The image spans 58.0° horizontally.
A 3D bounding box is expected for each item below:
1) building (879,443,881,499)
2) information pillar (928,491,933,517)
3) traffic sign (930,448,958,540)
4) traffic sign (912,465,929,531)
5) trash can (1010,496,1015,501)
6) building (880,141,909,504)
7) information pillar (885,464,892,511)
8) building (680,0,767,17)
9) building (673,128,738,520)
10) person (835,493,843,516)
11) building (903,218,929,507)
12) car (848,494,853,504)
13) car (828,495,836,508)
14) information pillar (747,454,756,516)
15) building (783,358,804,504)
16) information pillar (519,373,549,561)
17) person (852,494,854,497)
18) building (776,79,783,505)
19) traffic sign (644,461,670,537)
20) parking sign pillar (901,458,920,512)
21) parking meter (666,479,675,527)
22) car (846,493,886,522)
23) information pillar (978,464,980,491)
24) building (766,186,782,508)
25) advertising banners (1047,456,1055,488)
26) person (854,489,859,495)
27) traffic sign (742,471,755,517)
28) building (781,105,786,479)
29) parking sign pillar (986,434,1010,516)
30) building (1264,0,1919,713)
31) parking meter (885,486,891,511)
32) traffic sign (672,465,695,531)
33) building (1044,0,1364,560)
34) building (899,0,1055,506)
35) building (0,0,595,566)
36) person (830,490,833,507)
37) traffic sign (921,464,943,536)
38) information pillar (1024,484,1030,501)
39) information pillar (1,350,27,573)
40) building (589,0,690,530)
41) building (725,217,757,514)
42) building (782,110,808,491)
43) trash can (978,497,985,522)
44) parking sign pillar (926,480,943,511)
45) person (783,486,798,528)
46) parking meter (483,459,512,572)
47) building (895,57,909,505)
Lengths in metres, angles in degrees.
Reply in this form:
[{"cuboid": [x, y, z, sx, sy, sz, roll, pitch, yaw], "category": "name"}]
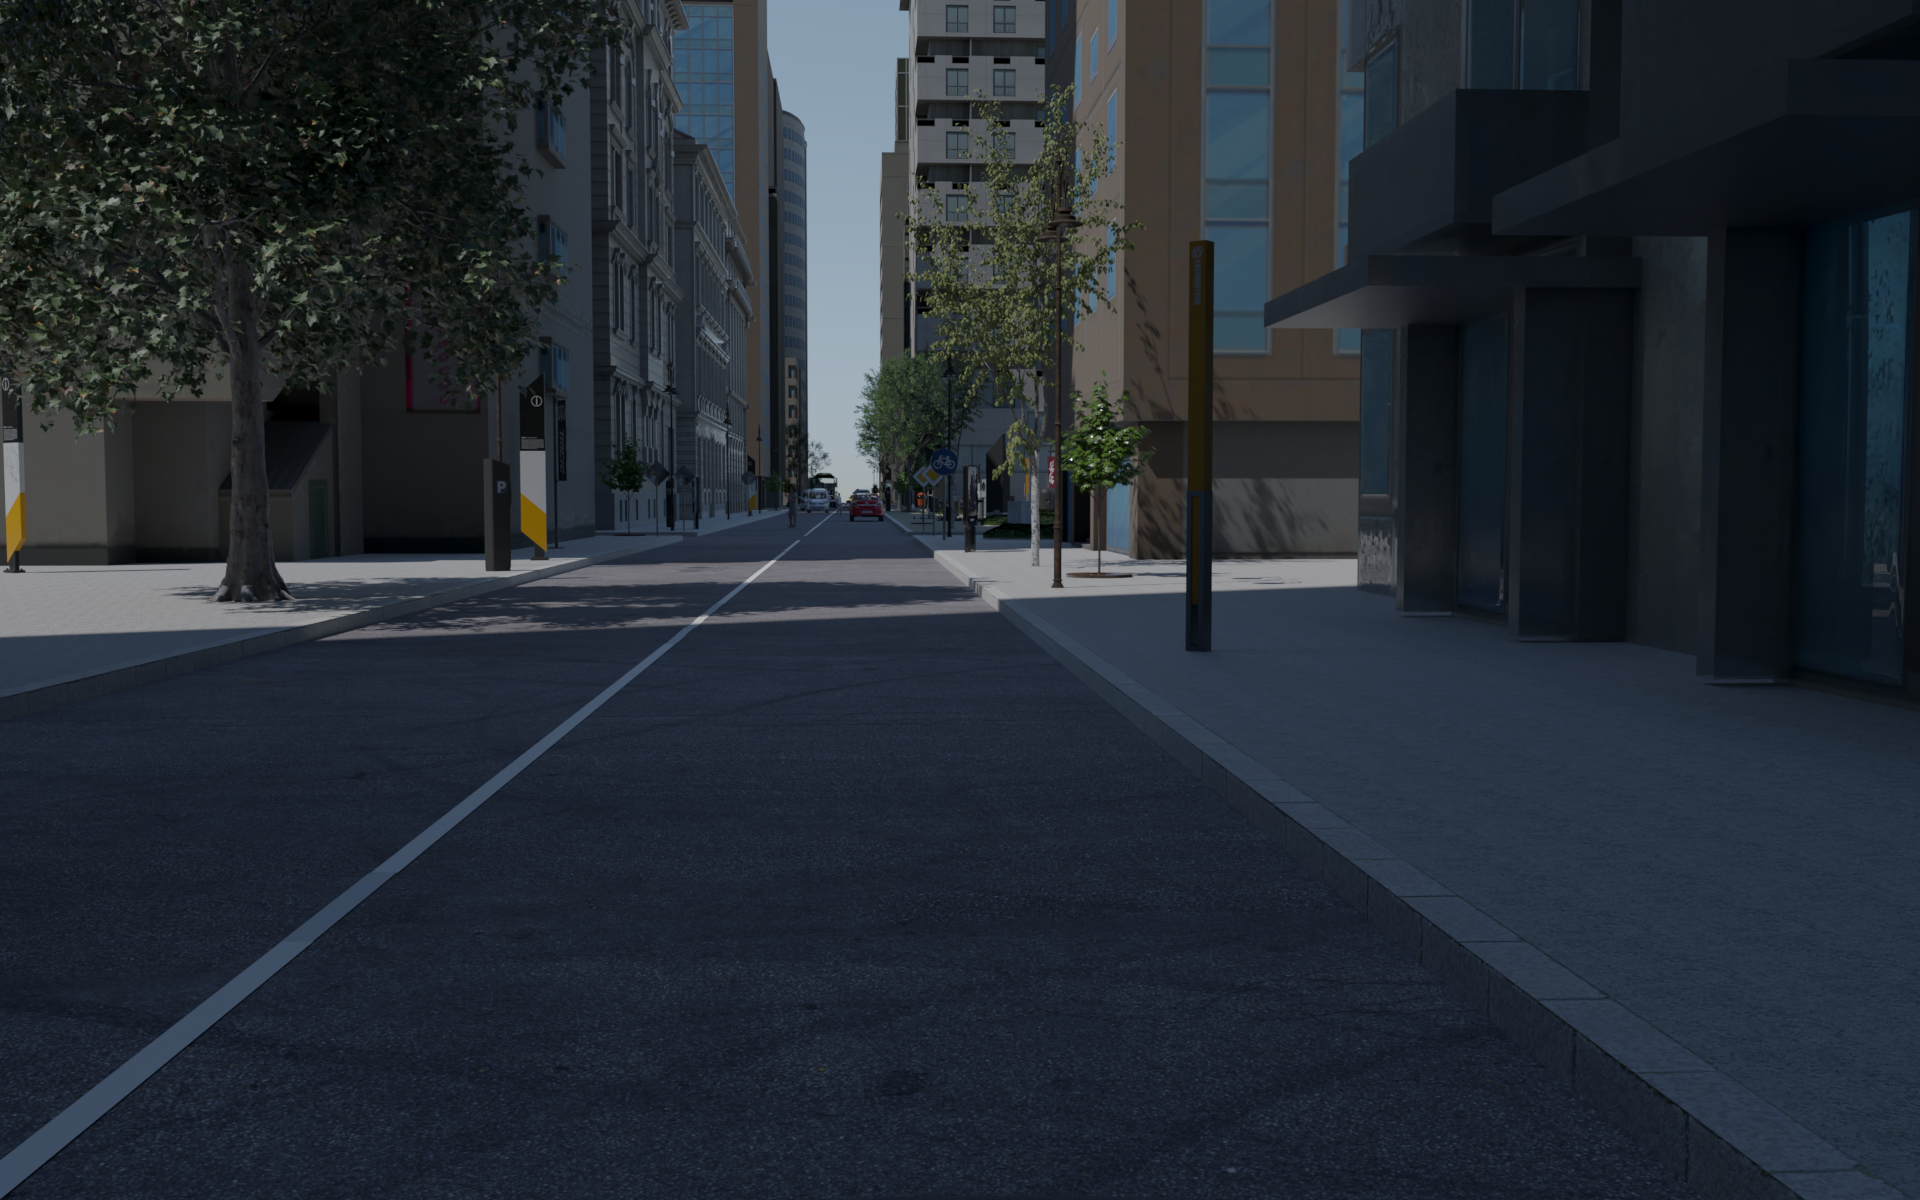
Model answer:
[{"cuboid": [1.838, -25.433, 260.865, 27.650, 21.520, 28.899, 0, 4, -3], "category": "building"}, {"cuboid": [-1.670, -5.688, 97.494, 0.304, 2.012, 0.304, 0, 4, -5], "category": "information pillar"}, {"cuboid": [-0.438, -2.933, 48.056, 0.768, 2.556, 0.104, 0, 3, 0], "category": "traffic sign"}, {"cuboid": [-1.270, -3.468, 60.350, 0.795, 2.450, 0.064, 0, 4, -3], "category": "traffic sign"}, {"cuboid": [3.949, -7.576, 135.525, 0.748, 1.137, 0.748, 0, 3, 0], "category": "trash can"}, {"cuboid": [-0.009, -37.337, 234.163, 21.300, 48.544, 21.600, 0, 4, -3], "category": "building"}, {"cuboid": [-5.577, -8.761, 134.593, 0.504, 3.616, 0.183, -1, 4, -10], "category": "information pillar"}, {"cuboid": [-22.856, -30.015, 140.855, 14.600, 45.320, 14.200, 0, 4, -3], "category": "building"}, {"cuboid": [-18.558, -15.771, 94.005, 11.583, 22.565, 21.152, 0, 4, -3], "category": "building"}, {"cuboid": [-7.790, -6.174, 112.038, 0.523, 1.515, 0.503, 1, 4, 22], "category": "person"}, {"cuboid": [1.006, -25.171, 183.253, 14.160, 30.474, 14.107, 0, 4, -3], "category": "building"}, {"cuboid": [-14.442, -14.002, 239.157, 2.015, 1.641, 3.980, 0, 4, -4], "category": "car"}, {"cuboid": [-13.730, -10.221, 179.685, 1.945, 1.354, 3.894, 0, 4, -4], "category": "car"}, {"cuboid": [-12.224, -6.729, 101.379, 0.504, 3.616, 0.183, -1, 4, -9], "category": "information pillar"}, {"cuboid": [-35.411, -23.726, 232.961, 27.650, 21.520, 28.899, 0, 4, -3], "category": "building"}, {"cuboid": [-8.213, -2.570, 33.382, 0.504, 3.616, 0.183, -1, 4, -10], "category": "information pillar"}, {"cuboid": [-12.602, -12.340, 210.278, 1.348, 1.821, 0.705, 1, 4, 11], "category": "person"}, {"cuboid": [-25.346, -31.737, 169.012, 14.600, 45.320, 14.200, 0, 4, -3], "category": "building"}, {"cuboid": [-9.077, -2.952, 51.909, 0.795, 2.450, 0.064, 0, 4, -3], "category": "traffic sign"}, {"cuboid": [-3.641, -8.495, 127.361, 1.447, 3.967, 1.447, 0, 4, 6], "category": "parking sign pillar"}, {"cuboid": [-11.190, -3.744, 66.918, 0.255, 1.863, 0.399, 1, 4, 8], "category": "parking meter"}, {"cuboid": [-4.972, -5.067, 91.887, 2.155, 1.783, 4.494, 0, 4, -4], "category": "car"}, {"cuboid": [1.465, -8.726, 134.020, 0.183, 3.616, 0.504, 0, 4, -8], "category": "information pillar"}, {"cuboid": [-23.451, -23.469, 155.426, 14.160, 30.474, 14.107, 0, 4, -3], "category": "building"}, {"cuboid": [4.769, -5.112, 79.767, 0.090, 3.025, 2.074, -3, 5, -44], "category": "advertising banners"}, {"cuboid": [-7.728, -7.435, 129.917, 0.638, 1.841, 0.748, -2, 4, -24], "category": "person"}, {"cuboid": [-11.869, -5.938, 97.190, 0.768, 2.556, 0.104, 0, 4, 0], "category": "traffic sign"}, {"cuboid": [-25.895, -32.604, 183.178, 14.600, 45.320, 14.200, 0, 4, -3], "category": "building"}, {"cuboid": [1.706, -5.463, 77.786, 1.447, 3.967, 1.447, -2, 4, -35], "category": "parking sign pillar"}, {"cuboid": [15.554, -23.840, 9.386, 23.786, 49.044, 30.456, 0, 4, -3], "category": "building"}, {"cuboid": [-5.345, -7.518, 128.623, 0.399, 1.863, 0.255, 0, 4, 2], "category": "parking meter"}, {"cuboid": [-9.551, -3.440, 59.880, 0.795, 2.450, 0.064, 0, 4, -3], "category": "traffic sign"}, {"cuboid": [9.597, -23.814, 39.472, 14.600, 45.320, 14.200, 0, 4, -3], "category": "building"}, {"cuboid": [9.032, -35.047, 162.250, 28.713, 52.752, 27.495, 0, 4, -3], "category": "building"}, {"cuboid": [-20.850, -25.432, 39.522, 21.600, 48.544, 21.300, 0, 4, -3], "category": "building"}, {"cuboid": [-14.285, -11.281, 192.575, 0.705, 1.869, 1.348, 0, 4, -5], "category": "person"}, {"cuboid": [-0.796, -2.981, 52.379, 0.795, 2.450, 0.064, 0, 4, -3], "category": "traffic sign"}, {"cuboid": [4.860, -7.409, 125.631, 0.304, 2.012, 0.304, 1, 4, 18], "category": "information pillar"}, {"cuboid": [-15.336, -2.245, 28.061, 0.504, 3.616, 0.183, 2, 4, 35], "category": "information pillar"}, {"cuboid": [-19.044, -17.345, 70.978, 14.401, 28.519, 23.554, 0, 4, -3], "category": "building"}, {"cuboid": [-21.005, -16.800, 116.482, 13.314, 21.916, 24.055, 0, 4, -3], "category": "building"}, {"cuboid": [-33.852, -43.944, 260.476, 21.231, 58.520, 28.212, 0, 4, -3], "category": "building"}, {"cuboid": [0.805, -4.183, 80.045, 0.748, 1.137, 0.748, 0, 3, 0], "category": "trash can"}, {"cuboid": [-1.878, -8.893, 133.874, 1.447, 3.967, 1.447, 0, 4, 2], "category": "parking sign pillar"}, {"cuboid": [-7.236, -3.972, 73.803, 0.532, 1.782, 0.716, -2, 4, -33], "category": "person"}, {"cuboid": [-7.692, -1.414, 28.832, 0.255, 1.863, 0.399, 3, 4, 39], "category": "parking meter"}, {"cuboid": [-2.384, -51.719, 283.851, 20.563, 71.187, 20.611, 0, 4, -3], "category": "building"}]
